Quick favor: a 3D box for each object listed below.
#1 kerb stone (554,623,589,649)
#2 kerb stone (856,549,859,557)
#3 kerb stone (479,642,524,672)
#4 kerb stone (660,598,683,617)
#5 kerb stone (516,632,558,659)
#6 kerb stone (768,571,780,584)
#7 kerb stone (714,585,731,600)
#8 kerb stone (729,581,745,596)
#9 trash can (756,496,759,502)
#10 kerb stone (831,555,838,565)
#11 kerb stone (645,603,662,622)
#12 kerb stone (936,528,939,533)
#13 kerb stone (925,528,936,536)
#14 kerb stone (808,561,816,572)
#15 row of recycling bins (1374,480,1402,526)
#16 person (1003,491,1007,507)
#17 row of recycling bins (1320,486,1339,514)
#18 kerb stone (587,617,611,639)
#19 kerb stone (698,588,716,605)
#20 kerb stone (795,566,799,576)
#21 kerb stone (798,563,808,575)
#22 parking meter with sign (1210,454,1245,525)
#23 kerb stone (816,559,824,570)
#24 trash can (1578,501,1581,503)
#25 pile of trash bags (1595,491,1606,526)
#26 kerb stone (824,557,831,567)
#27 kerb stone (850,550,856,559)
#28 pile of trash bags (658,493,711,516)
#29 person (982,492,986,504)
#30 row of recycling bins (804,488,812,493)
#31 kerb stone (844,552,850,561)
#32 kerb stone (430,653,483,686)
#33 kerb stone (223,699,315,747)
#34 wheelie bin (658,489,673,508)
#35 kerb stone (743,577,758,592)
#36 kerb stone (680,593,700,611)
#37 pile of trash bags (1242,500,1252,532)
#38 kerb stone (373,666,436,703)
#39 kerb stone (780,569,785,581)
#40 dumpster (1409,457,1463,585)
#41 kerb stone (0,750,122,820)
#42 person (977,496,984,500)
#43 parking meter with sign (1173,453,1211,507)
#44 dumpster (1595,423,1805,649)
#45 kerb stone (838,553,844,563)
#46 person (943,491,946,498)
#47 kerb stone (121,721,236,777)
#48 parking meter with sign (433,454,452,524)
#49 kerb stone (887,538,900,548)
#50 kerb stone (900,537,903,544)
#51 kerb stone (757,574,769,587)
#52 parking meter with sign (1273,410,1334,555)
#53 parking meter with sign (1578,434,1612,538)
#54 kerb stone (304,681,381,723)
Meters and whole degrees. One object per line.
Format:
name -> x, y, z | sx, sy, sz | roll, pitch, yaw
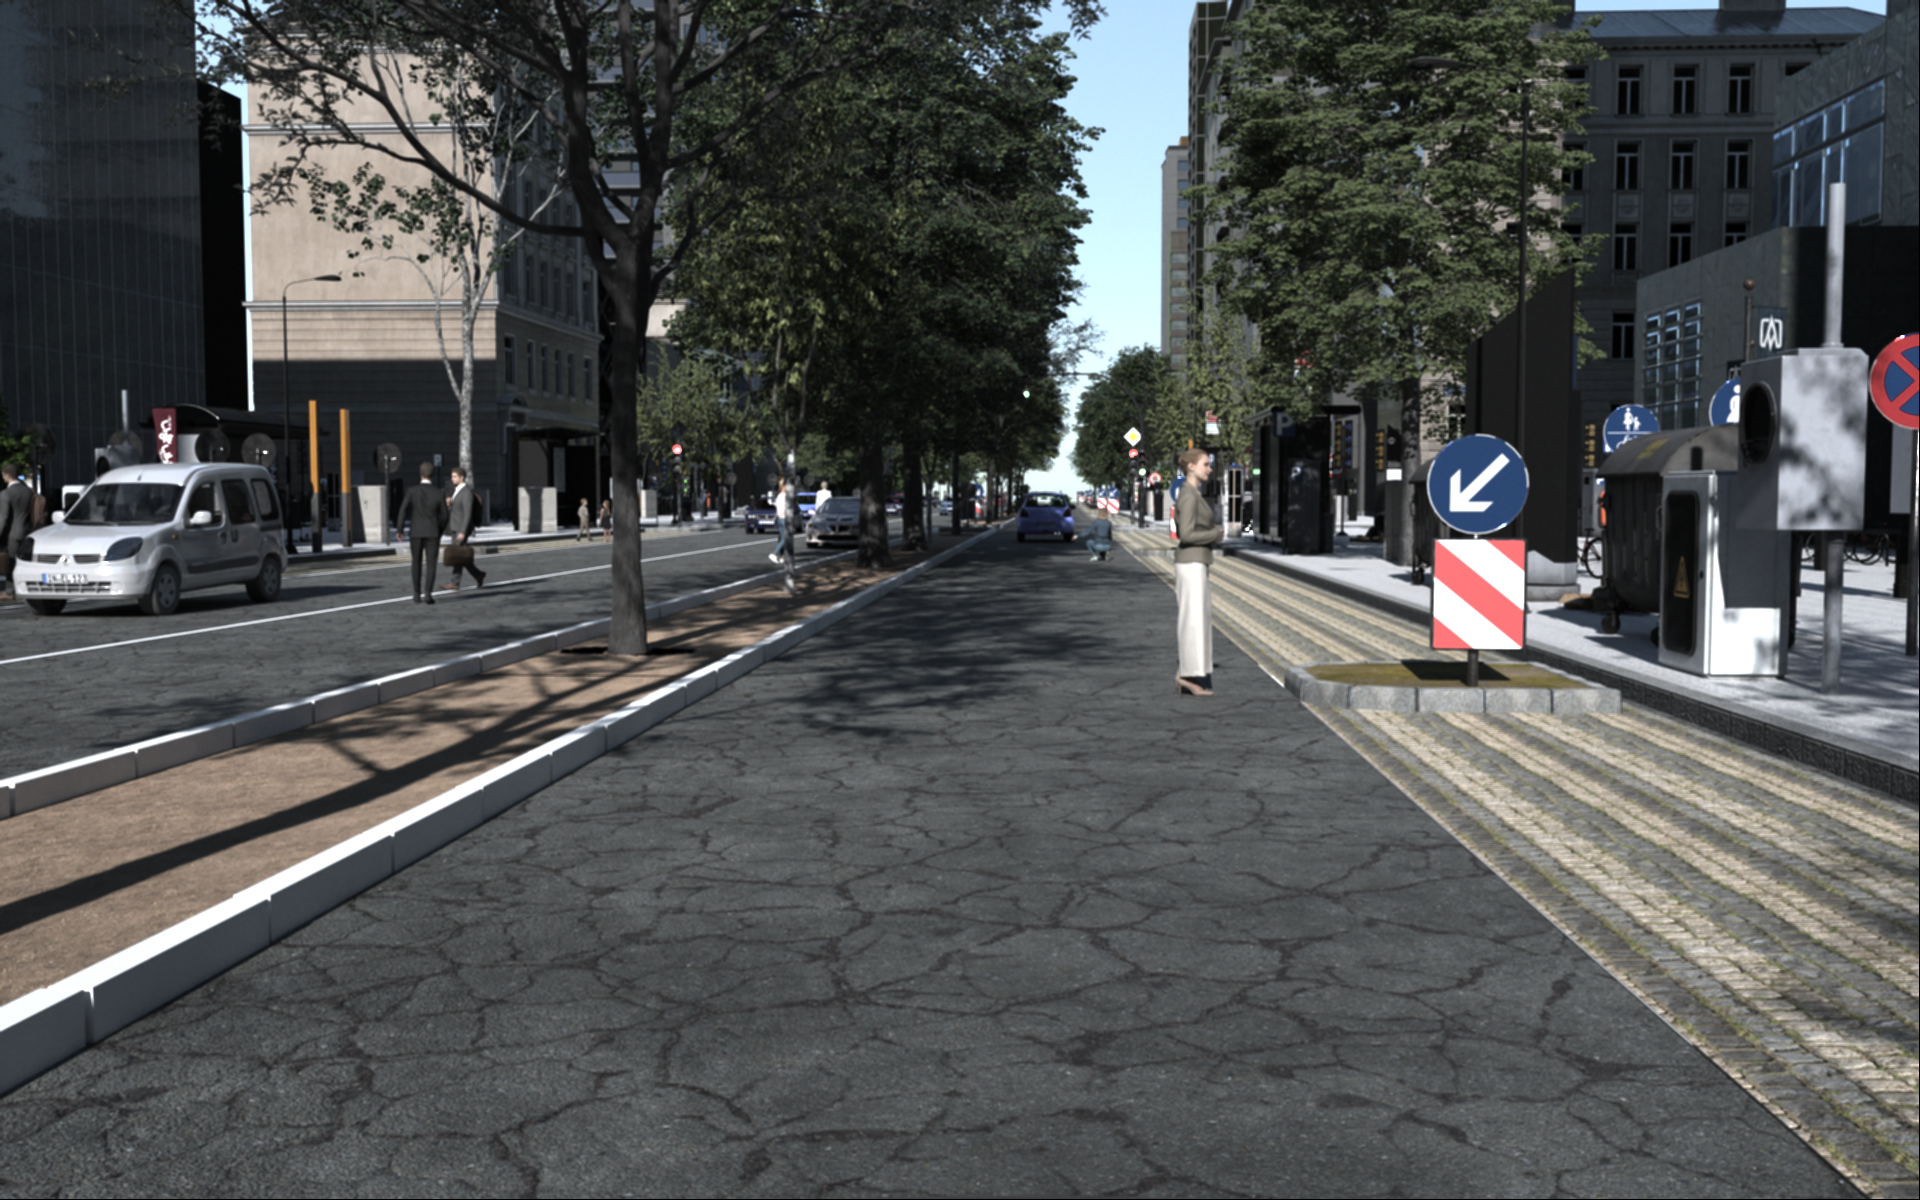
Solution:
kerb stone -> -3.719, 0.358, 16.346 | 0.120, 0.150, 1.000 | 0, 4, 3
kerb stone -> -2.386, -1.021, 38.883 | 0.120, 0.150, 1.000 | 0, 4, 3
kerb stone -> -3.842, 0.489, 14.306 | 0.120, 0.150, 1.000 | 0, 4, 3
kerb stone -> -3.475, 0.107, 20.446 | 0.120, 0.150, 1.000 | 0, 4, 3
kerb stone -> -3.785, 0.420, 15.326 | 0.120, 0.150, 1.000 | 0, 4, 3
kerb stone -> -3.057, -0.331, 27.615 | 0.120, 0.150, 1.000 | 0, 4, 3
kerb stone -> -3.299, -0.081, 23.515 | 0.120, 0.150, 1.000 | 0, 4, 3
kerb stone -> -3.235, -0.140, 24.539 | 0.120, 0.150, 1.000 | 0, 4, 3
trash can -> -13.627, -6.293, 114.541 | 0.748, 1.137, 0.748 | 0, 3, 0
kerb stone -> -2.631, -0.770, 34.791 | 0.120, 0.150, 1.000 | 0, 4, 3
kerb stone -> -3.551, 0.169, 19.426 | 0.120, 0.150, 1.000 | 0, 4, 3
kerb stone -> -0.858, -2.587, 64.492 | 0.120, 0.150, 1.000 | 0, 4, 3
kerb stone -> -1.042, -2.394, 61.414 | 0.120, 0.150, 1.000 | 0, 4, 3
kerb stone -> -2.813, -0.582, 31.710 | 0.120, 0.150, 1.000 | 0, 4, 3
row of recycling bins -> 12.591, -2.624, 50.009 | 1.069, 1.692, 3.534 | 0, 4, 5
person -> 5.143, -11.584, 198.621 | 0.721, 1.735, 1.217 | -1, 4, -17
row of recycling bins -> 18.058, -4.940, 87.877 | 3.534, 1.692, 1.069 | -3, 5, -43
kerb stone -> -3.663, 0.295, 17.377 | 0.120, 0.150, 1.000 | 0, 4, 3
kerb stone -> -3.361, -0.018, 22.495 | 0.120, 0.150, 1.000 | 0, 4, 3
kerb stone -> -2.932, -0.455, 29.669 | 0.120, 0.150, 1.000 | 0, 4, 3
kerb stone -> -2.867, -0.519, 30.689 | 0.120, 0.150, 1.000 | 0, 4, 3
parking meter with sign -> 11.416, -4.624, 71.859 | 1.738, 3.016, 0.543 | 0, 4, 1
kerb stone -> -2.745, -0.641, 32.730 | 0.120, 0.150, 1.000 | 0, 4, 3
trash can -> 11.992, -1.404, 34.603 | 0.748, 1.137, 0.748 | 0, 3, 0
pile of trash bags -> 15.201, -2.127, 44.527 | 3.447, 1.369, 1.912 | 1, 4, 12
kerb stone -> -2.687, -0.707, 33.761 | 0.120, 0.150, 1.000 | 0, 4, 3
kerb stone -> -2.454, -0.954, 37.855 | 0.120, 0.150, 1.000 | 0, 4, 3
pile of trash bags -> -16.712, -5.781, 104.270 | 3.447, 1.369, 1.912 | -1, 4, -11
person -> 3.502, -15.023, 253.998 | 0.709, 1.838, 0.599 | 0, 4, 2
row of recycling bins -> -11.442, -7.003, 121.606 | 1.069, 1.692, 3.534 | -2, 4, -31
kerb stone -> -2.504, -0.895, 36.834 | 0.120, 0.150, 1.000 | 0, 4, 3
kerb stone -> -3.908, 0.551, 13.284 | 0.120, 0.150, 1.000 | 0, 4, 3
kerb stone -> -4.096, 0.735, 10.218 | 0.120, 0.150, 1.000 | 0, 4, 3
wheelie bin -> -18.072, -6.016, 106.277 | 0.980, 1.594, 0.693 | 0, 4, -4
kerb stone -> -3.170, -0.204, 25.560 | 0.120, 0.150, 1.000 | 0, 4, 3
kerb stone -> -3.417, 0.044, 21.470 | 0.120, 0.150, 1.000 | 0, 4, 3
pile of trash bags -> 10.652, -3.029, 59.270 | 1.912, 1.369, 3.447 | 2, 4, 28
kerb stone -> -3.968, 0.610, 12.261 | 0.120, 0.150, 1.000 | 0, 4, 3
kerb stone -> -2.993, -0.394, 28.636 | 0.120, 0.150, 1.000 | 0, 4, 3
dumpster -> 6.903, -1.088, 23.553 | 1.264, 1.857, 1.865 | 0, 4, 3
kerb stone -> -4.214, 0.858, 8.170 | 0.120, 0.150, 1.000 | 0, 4, 3
person -> 1.669, -9.497, 163.804 | 1.348, 1.821, 0.705 | 0, 4, 3
parking meter with sign -> 10.075, -4.814, 74.971 | 1.738, 3.016, 0.543 | 2, 4, 32
dumpster -> 6.407, -0.567, 15.033 | 1.264, 1.857, 1.865 | 0, 4, 4
kerb stone -> -2.568, -0.833, 35.814 | 0.120, 0.150, 1.000 | 0, 4, 3
person -> -1.852, -12.213, 208.187 | 0.705, 1.824, 1.348 | 0, 4, 4
kerb stone -> -4.159, 0.795, 9.198 | 0.120, 0.150, 1.000 | 0, 4, 3
parking meter with sign -> -22.152, -4.865, 75.796 | 0.543, 3.016, 1.738 | 2, 4, 32
kerb stone -> -1.845, -1.584, 48.087 | 0.120, 0.150, 1.000 | 0, 4, 3
kerb stone -> -1.778, -1.646, 49.107 | 0.120, 0.150, 1.000 | 0, 4, 3
kerb stone -> -3.117, -0.269, 26.588 | 0.120, 0.150, 1.000 | 0, 4, 3
parking meter with sign -> 7.364, -2.486, 36.913 | 0.543, 3.016, 1.738 | 3, 5, 42
parking meter with sign -> 18.676, -3.345, 50.957 | 0.543, 3.016, 1.738 | -1, 4, -10
kerb stone -> -4.032, 0.670, 11.241 | 0.120, 0.150, 1.000 | 0, 4, 3
